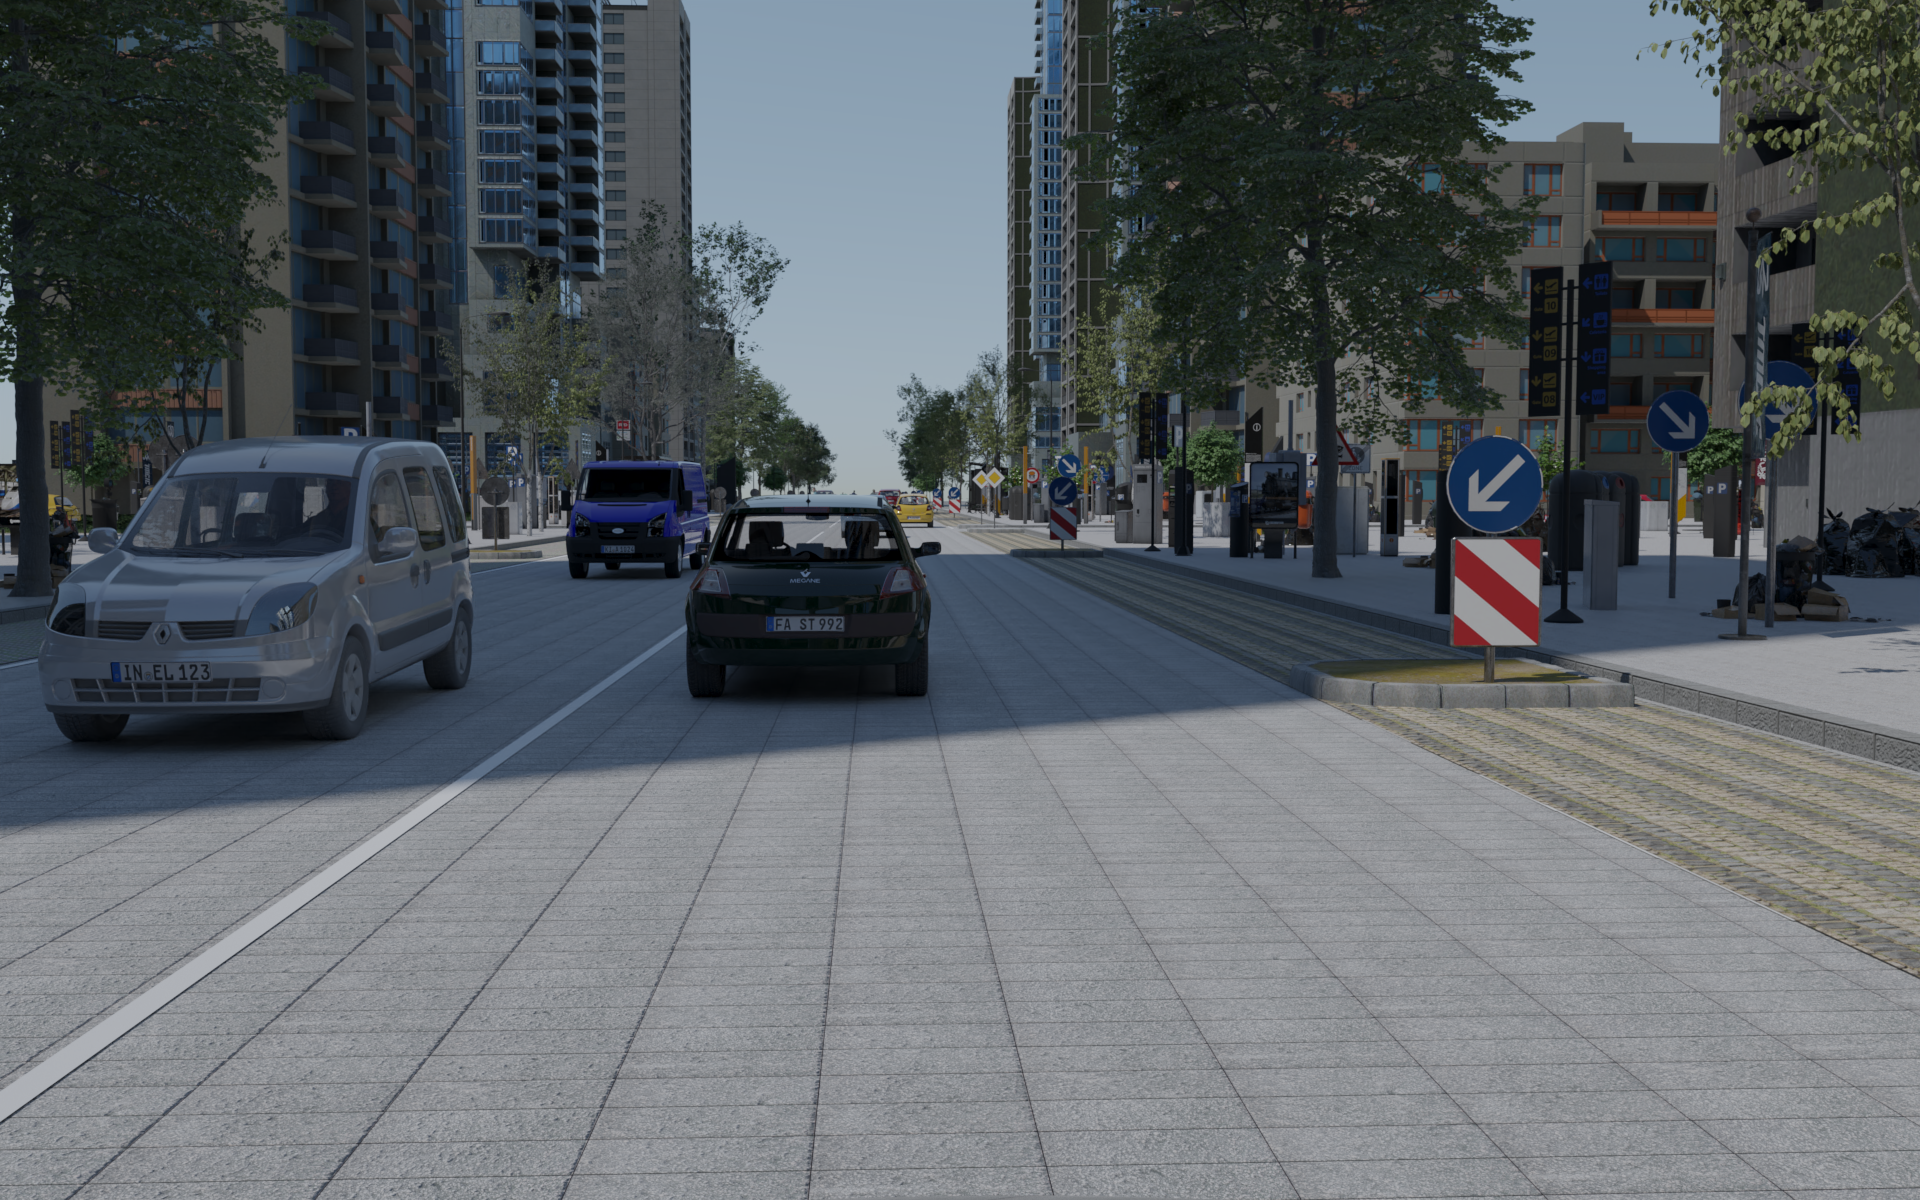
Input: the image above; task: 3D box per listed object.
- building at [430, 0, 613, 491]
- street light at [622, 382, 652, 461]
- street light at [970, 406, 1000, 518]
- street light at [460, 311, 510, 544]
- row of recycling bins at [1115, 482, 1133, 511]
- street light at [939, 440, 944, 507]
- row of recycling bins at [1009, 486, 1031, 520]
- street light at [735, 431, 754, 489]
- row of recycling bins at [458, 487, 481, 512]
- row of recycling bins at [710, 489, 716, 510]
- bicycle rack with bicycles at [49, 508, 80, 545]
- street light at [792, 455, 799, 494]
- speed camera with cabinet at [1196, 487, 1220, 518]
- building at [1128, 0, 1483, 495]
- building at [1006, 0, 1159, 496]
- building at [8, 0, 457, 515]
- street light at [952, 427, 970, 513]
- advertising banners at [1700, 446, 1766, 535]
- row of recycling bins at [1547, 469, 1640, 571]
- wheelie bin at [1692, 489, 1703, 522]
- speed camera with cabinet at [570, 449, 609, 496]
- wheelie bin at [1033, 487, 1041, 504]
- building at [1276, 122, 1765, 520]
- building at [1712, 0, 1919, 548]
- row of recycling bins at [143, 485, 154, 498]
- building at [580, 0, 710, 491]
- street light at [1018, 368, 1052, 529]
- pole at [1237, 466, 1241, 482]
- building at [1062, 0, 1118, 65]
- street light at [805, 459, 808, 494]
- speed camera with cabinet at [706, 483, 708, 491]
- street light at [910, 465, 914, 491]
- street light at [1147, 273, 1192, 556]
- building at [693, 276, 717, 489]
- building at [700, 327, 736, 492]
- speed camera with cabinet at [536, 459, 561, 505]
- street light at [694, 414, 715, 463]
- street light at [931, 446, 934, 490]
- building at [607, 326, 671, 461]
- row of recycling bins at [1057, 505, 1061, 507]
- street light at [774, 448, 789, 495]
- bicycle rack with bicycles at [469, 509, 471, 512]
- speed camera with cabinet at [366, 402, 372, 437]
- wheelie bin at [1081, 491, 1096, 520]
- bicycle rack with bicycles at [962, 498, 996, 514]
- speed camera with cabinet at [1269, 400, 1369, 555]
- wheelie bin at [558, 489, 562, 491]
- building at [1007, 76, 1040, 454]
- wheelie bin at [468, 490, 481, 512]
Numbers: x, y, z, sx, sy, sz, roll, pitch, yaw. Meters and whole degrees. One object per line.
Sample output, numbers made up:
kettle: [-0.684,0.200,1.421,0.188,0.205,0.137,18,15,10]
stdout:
building: [-44.012,-51.777,159.226,22.319,86.520,31.000,0,4,-3]
street light: [-13.417,-6.069,71.767,1.470,5.913,1.316,0,4,-3]
street light: [1.412,-7.273,91.460,1.470,5.913,1.316,0,4,-3]
street light: [-12.118,-4.376,44.089,1.470,5.913,1.316,0,4,-3]
row of recycling bins: [5.971,-3.278,60.715,1.069,1.692,3.534,0,4,8]
street light: [-1.208,-10.691,147.335,1.470,5.913,1.316,0,4,-3]
row of recycling bins: [2.963,-4.828,86.056,1.069,1.692,3.534,0,4,-4]
street light: [-16.106,-9.528,128.322,1.470,5.913,1.316,0,4,-3]
row of recycling bins: [-29.551,-5.958,104.523,3.534,1.692,1.069,-2,4,-28]
row of recycling bins: [-20.232,-8.110,139.712,3.534,1.692,1.069,-1,4,-22]
bicycle rack with bicycles: [-23.693,-1.860,43.796,2.852,0.926,2.925,-2,4,-31]
street light: [-19.590,-14.116,203.338,1.470,5.913,1.316,0,4,-3]
speed camera with cabinet: [13.906,-6.152,94.918,2.038,3.252,0.660,-2,4,-30]
building: [25.435,-29.044,129.487,22.147,44.769,28.867,0,4,-3]
building: [19.553,-58.551,269.973,22.319,86.520,31.000,0,4,-3]
building: [-43.976,-27.575,105.471,22.147,44.769,28.867,0,4,-3]
street light: [0.108,-8.962,119.067,1.470,5.913,1.316,0,4,-3]
advertising banners: [24.209,-3.535,53.978,2.074,3.025,0.090,1,4,13]
row of recycling bins: [11.054,-1.415,30.248,1.069,1.692,3.534,2,4,34]
wheelie bin: [34.068,-4.386,79.627,0.693,1.594,0.980,3,4,36]
speed camera with cabinet: [-16.107,-5.008,76.216,2.038,3.252,0.660,-2,4,-28]
wheelie bin: [3.800,-4.393,79.727,0.980,1.594,0.693,-1,4,-22]
building: [35.691,-15.563,99.497,28.899,21.520,27.650,0,4,-3]
building: [24.695,-16.280,37.877,14.160,30.474,14.107,0,4,-3]
row of recycling bins: [-36.949,-4.595,82.238,3.534,1.692,1.069,0,4,-5]
building: [-47.685,-49.867,253.584,20.563,71.187,20.611,0,4,-3]
street light: [2.826,-5.590,63.930,1.470,5.913,1.316,0,4,-3]
pole: [17.824,-7.151,110.755,0.158,3.312,0.155,0,3,0]
building: [20.729,-46.529,198.998,20.563,71.187,20.611,0,4,-3]
street light: [-21.123,-15.867,231.958,1.470,5.913,1.316,0,4,-3]
speed camera with cabinet: [-19.675,-8.309,130.194,0.660,3.252,2.038,2,4,24]
street light: [-6.161,-17.027,250.933,1.470,5.913,1.316,0,4,-3]
street light: [4.103,-3.868,35.789,1.470,5.913,1.316,0,4,-3]
building: [-54.503,-35.815,277.459,32.217,40.220,23.993,0,4,-3]
building: [-46.183,-32.183,297.888,14.160,30.474,14.107,0,4,-3]
speed camera with cabinet: [-21.337,-5.874,90.383,2.038,3.252,0.660,1,4,10]
street light: [-14.813,-7.806,100.161,1.470,5.913,1.316,0,4,-3]
street light: [-2.252,-11.980,168.409,1.470,5.913,1.316,0,4,-3]
building: [-47.627,-21.181,191.356,27.650,21.520,28.899,0,4,-3]
row of recycling bins: [6.246,-6.194,108.392,3.534,1.692,1.069,0,4,7]
street light: [-18.336,-12.427,175.728,1.470,5.913,1.316,0,4,-3]
bicycle rack with bicycles: [-37.593,-6.891,126.043,2.925,0.926,2.852,2,4,26]
speed camera with cabinet: [-12.846,-2.583,36.569,0.660,3.252,2.038,2,4,28]
wheelie bin: [6.450,-4.818,86.688,0.693,1.594,0.980,1,4,11]
bicycle rack with bicycles: [1.939,-6.095,113.039,2.925,0.926,2.852,1,4,12]
speed camera with cabinet: [7.620,-2.595,36.763,2.038,3.252,0.660,0,4,-6]
wheelie bin: [-23.408,-5.686,100.878,0.693,1.594,0.980,1,4,19]
building: [16.799,-52.497,296.574,20.563,71.187,20.611,0,4,-3]
wheelie bin: [-25.977,-5.190,92.770,0.693,1.594,0.980,-2,4,-32]
